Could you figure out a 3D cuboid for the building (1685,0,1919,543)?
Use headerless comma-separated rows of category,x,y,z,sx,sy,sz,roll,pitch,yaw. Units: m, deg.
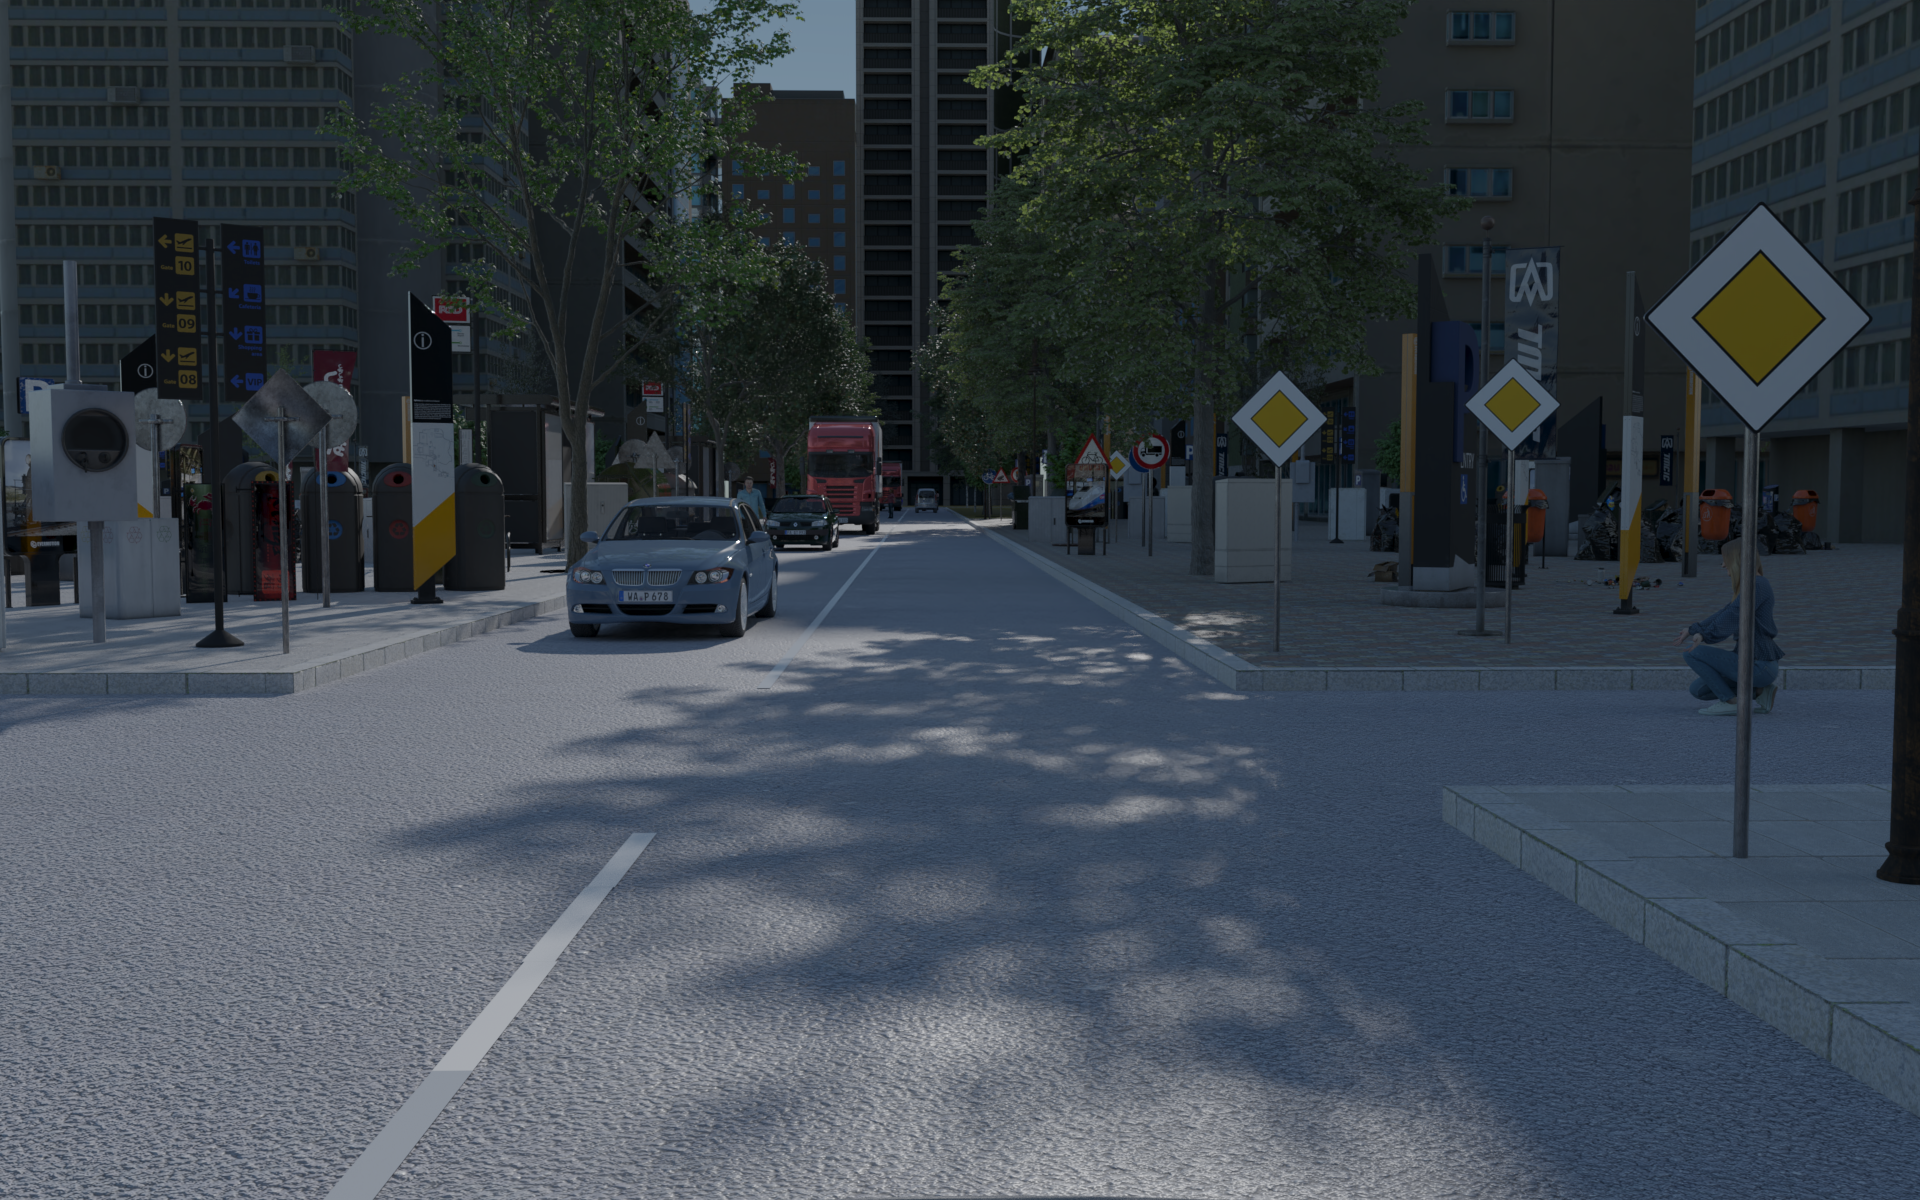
building,34.119,-21.452,42.627,23.993,40.220,32.217,0,4,-1

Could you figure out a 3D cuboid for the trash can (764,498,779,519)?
trash can,-7.141,-3.330,66.102,0.748,1.137,0.748,0,3,0

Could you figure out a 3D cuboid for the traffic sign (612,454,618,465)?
traffic sign,-9.412,-2.948,48.205,0.884,2.594,0.081,0,4,8

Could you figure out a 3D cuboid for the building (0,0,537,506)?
building,-38.468,-24.950,99.813,32.217,40.220,23.993,0,4,-1

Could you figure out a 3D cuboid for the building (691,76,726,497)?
building,-41.095,-35.354,197.640,30.456,49.044,23.786,0,4,-1

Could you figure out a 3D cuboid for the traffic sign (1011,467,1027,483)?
traffic sign,2.731,-4.891,80.067,0.768,2.556,0.104,0,4,7

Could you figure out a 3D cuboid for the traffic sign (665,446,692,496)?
traffic sign,-7.547,-2.823,46.254,0.768,2.556,0.104,0,4,1

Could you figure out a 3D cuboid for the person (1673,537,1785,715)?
person,4.942,0.168,11.254,0.738,1.151,1.012,2,4,32

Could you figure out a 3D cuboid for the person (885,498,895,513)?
person,-5.303,-7.339,131.721,0.991,1.433,0.599,0,4,5

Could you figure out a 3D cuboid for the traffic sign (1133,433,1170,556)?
traffic sign,3.931,-2.175,35.675,0.768,2.556,0.104,0,4,1

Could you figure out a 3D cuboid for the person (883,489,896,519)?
person,-4.125,-5.648,101.566,0.721,1.743,1.217,-3,4,-38

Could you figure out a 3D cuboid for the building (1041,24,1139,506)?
building,23.040,-37.376,200.343,27.495,52.752,28.713,0,4,-1

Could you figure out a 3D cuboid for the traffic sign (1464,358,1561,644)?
traffic sign,4.686,-0.830,14.759,0.795,2.450,0.064,0,4,8

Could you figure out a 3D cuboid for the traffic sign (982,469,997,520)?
traffic sign,1.484,-5.315,87.008,0.768,2.556,0.104,0,4,2

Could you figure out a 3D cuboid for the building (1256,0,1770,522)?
building,26.236,-27.802,78.261,21.300,48.544,21.600,0,4,-1

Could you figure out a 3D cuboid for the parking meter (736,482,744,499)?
parking meter,-10.573,-4.757,83.483,0.399,1.863,0.255,0,4,0

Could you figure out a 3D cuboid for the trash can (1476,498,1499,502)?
trash can,17.783,-2.864,58.472,0.748,1.137,0.748,0,3,0

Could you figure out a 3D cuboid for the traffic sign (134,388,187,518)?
traffic sign,-9.642,-1.264,20.770,0.768,2.556,0.104,0,4,5

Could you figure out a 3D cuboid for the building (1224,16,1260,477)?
building,22.528,-20.196,101.899,14.160,30.474,14.107,0,4,-1

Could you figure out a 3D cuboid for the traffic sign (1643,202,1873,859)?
traffic sign,2.754,-0.147,6.054,0.795,2.450,0.064,0,4,-1

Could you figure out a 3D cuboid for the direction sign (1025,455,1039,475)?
direction sign,3.422,-5.552,82.764,0.876,3.537,0.379,-2,4,-32

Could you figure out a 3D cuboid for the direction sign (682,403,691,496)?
direction sign,-6.860,-3.152,43.525,0.379,3.537,0.876,0,4,2

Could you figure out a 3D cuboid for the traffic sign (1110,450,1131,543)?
traffic sign,4.111,-2.711,45.509,0.795,2.450,0.064,0,4,6

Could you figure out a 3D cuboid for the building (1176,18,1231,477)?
building,22.495,-28.469,115.576,14.600,45.320,14.200,0,4,-1

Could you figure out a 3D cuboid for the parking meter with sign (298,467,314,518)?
parking meter with sign,-18.312,-3.238,49.196,1.738,3.016,0.543,0,4,5

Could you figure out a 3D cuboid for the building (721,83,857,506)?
building,-18.439,-33.161,192.292,14.200,45.320,14.600,0,4,-1

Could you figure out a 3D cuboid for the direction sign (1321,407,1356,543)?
direction sign,9.819,-3.244,45.031,0.876,3.537,0.379,0,4,7

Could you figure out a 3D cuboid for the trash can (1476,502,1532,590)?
trash can,7.323,-0.718,23.393,0.748,1.137,0.748,0,3,0

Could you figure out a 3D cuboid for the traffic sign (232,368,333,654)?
traffic sign,-5.420,-0.626,13.877,0.795,2.450,0.064,0,4,-1

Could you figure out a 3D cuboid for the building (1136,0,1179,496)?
building,24.633,-36.380,136.819,21.231,58.520,28.212,0,4,-1

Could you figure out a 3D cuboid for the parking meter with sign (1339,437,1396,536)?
parking meter with sign,12.547,-3.484,53.219,1.738,3.016,0.543,-1,4,-19

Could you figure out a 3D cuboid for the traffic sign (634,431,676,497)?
traffic sign,-6.301,-2.189,35.786,0.884,2.594,0.081,0,3,0

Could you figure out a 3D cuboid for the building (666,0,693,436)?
building,-30.163,-30.145,142.988,14.200,45.320,14.600,0,4,-1

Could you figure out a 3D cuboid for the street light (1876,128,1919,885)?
street light,3.153,-2.006,5.589,0.468,5.910,1.993,0,4,-1

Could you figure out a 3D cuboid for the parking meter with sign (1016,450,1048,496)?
parking meter with sign,2.854,-4.342,67.260,1.738,3.016,0.543,-3,5,-44

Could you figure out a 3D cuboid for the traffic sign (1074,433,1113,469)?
traffic sign,2.823,-2.264,37.026,0.884,2.594,0.081,0,4,4

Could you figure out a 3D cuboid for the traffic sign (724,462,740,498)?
traffic sign,-9.179,-4.233,69.312,0.768,2.556,0.104,0,4,1

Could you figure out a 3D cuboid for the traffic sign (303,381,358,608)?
traffic sign,-7.163,-1.186,19.505,0.768,2.556,0.104,0,4,1

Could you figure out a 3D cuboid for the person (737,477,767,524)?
person,-4.684,-1.852,38.798,0.660,1.820,0.620,-1,4,-19

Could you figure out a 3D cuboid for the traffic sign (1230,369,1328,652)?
traffic sign,2.573,-0.636,14.037,0.795,2.450,0.064,0,4,-1

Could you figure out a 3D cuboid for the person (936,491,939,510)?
person,-2.051,-8.624,150.203,0.721,1.736,1.217,0,4,-6

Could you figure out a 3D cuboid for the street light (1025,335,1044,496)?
street light,2.175,-4.759,50.591,0.468,5.910,1.993,0,4,-1

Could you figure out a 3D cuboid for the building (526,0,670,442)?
building,-32.900,-30.513,122.588,21.300,48.544,21.600,0,4,-1

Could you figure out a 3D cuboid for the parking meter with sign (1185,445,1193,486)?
parking meter with sign,8.541,-3.923,60.406,0.543,3.016,1.738,-2,4,-33

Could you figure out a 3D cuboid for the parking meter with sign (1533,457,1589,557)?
parking meter with sign,12.168,-2.403,35.546,1.738,3.016,0.543,1,4,22

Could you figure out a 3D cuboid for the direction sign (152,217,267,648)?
direction sign,-6.246,-1.377,14.511,0.876,3.537,0.379,-3,5,-40

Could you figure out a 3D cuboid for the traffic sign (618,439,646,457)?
traffic sign,-7.525,-2.444,40.069,0.768,2.556,0.104,0,4,2

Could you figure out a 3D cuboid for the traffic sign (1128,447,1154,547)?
traffic sign,4.478,-2.574,42.189,0.768,2.556,0.104,0,4,2

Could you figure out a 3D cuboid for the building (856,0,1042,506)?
building,-1.131,-46.344,195.980,20.611,71.187,20.563,0,4,-1

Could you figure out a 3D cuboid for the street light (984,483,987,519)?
street light,1.292,-7.056,88.147,0.468,5.910,1.993,0,4,-1

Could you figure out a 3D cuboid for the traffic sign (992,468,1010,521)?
traffic sign,1.973,-5.076,83.001,0.884,2.594,0.081,0,4,7

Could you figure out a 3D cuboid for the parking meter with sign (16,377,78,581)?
parking meter with sign,-13.144,-1.795,25.614,1.738,3.016,0.543,2,4,31
